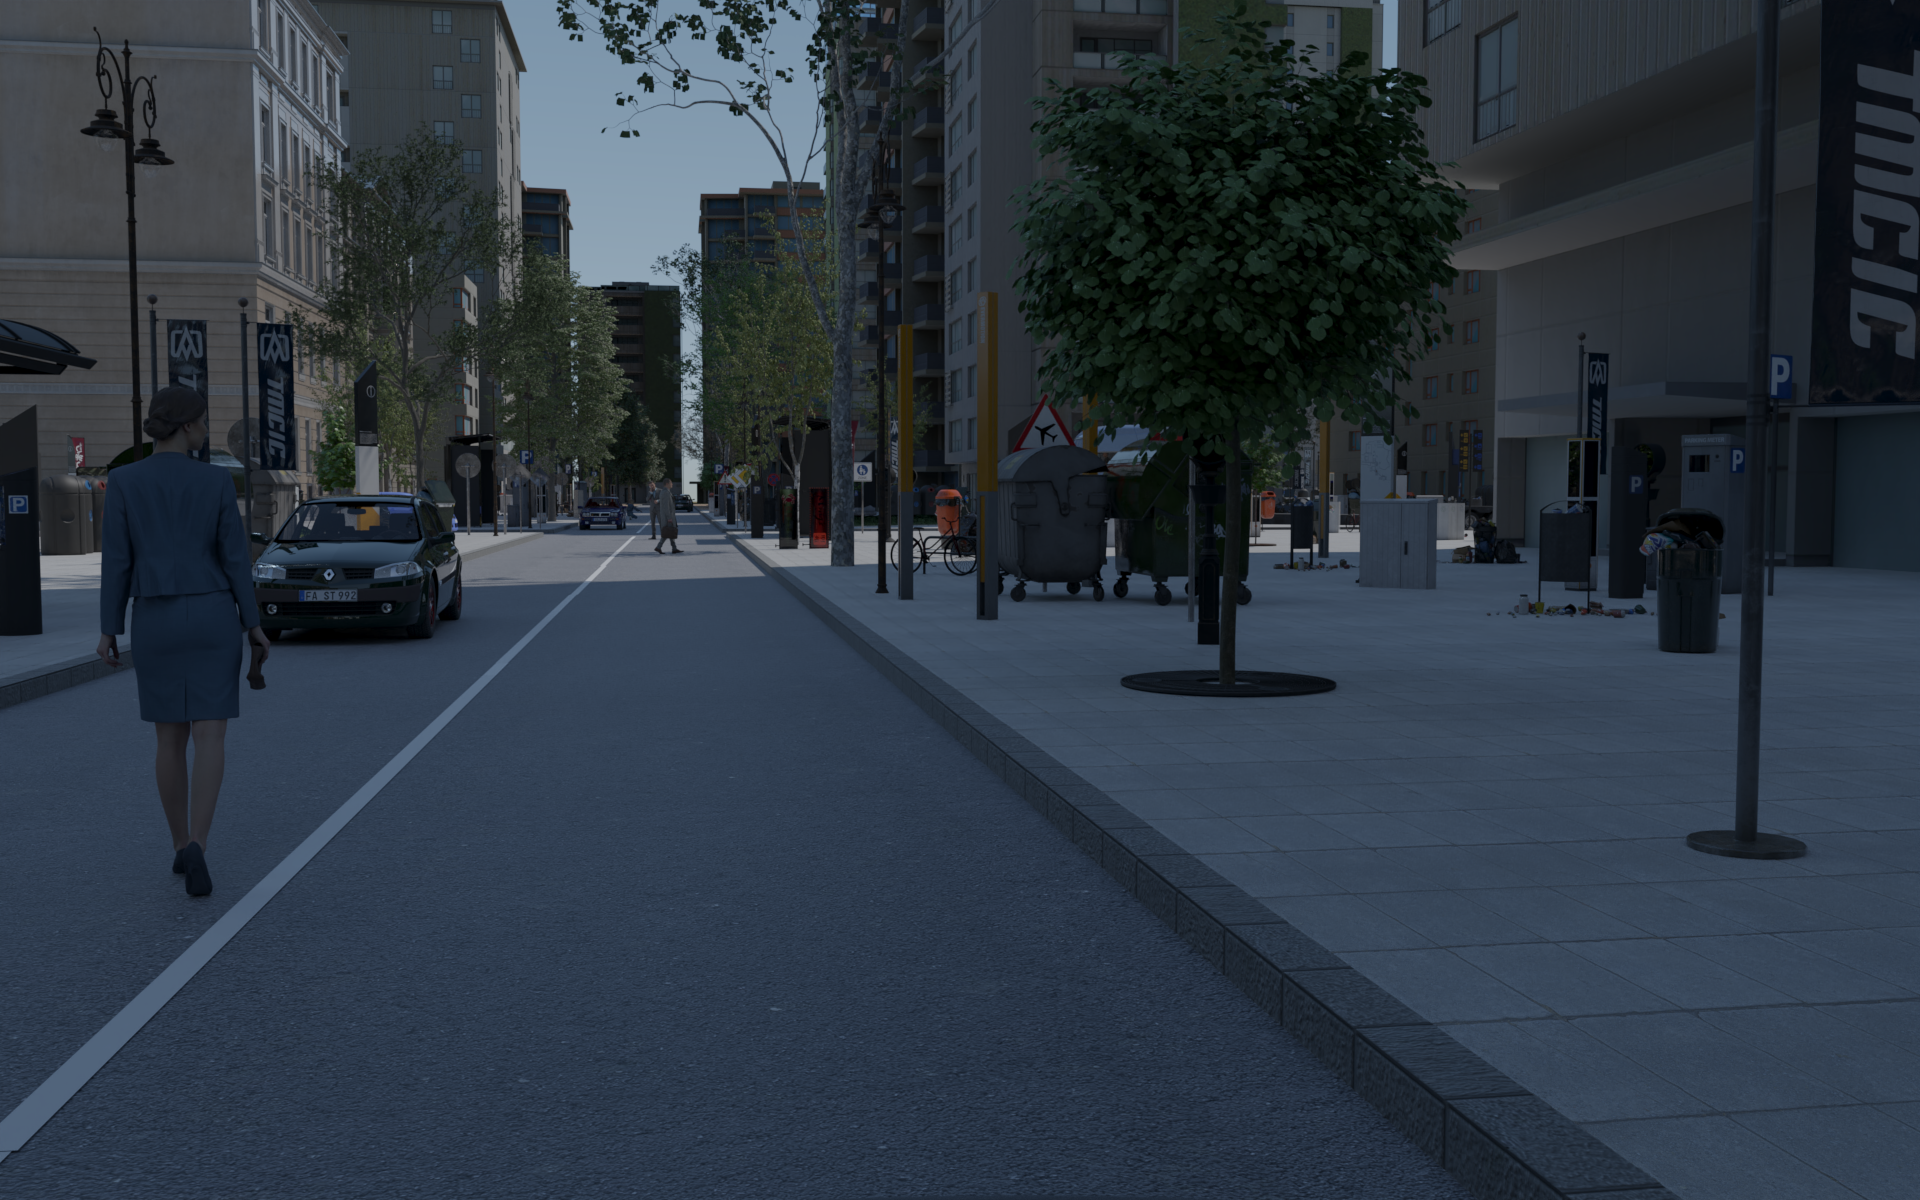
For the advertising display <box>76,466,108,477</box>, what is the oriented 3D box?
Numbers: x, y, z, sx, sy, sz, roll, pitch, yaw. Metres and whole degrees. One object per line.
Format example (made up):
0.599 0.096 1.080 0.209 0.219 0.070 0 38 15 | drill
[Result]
-20.189 -2.159 40.508 0.974 1.923 0.123 1 4 12 | advertising display

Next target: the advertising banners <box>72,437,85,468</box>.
-26.912 -3.540 54.064 0.090 3.025 2.074 1 4 15 | advertising banners

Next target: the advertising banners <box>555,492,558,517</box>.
-22.841 -6.151 96.750 0.090 3.025 2.074 0 4 6 | advertising banners

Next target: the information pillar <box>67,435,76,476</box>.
-34.901 -4.700 68.207 0.504 3.616 0.183 1 4 18 | information pillar

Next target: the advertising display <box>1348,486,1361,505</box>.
22.554 -5.715 98.660 0.974 1.923 0.123 3 5 42 | advertising display

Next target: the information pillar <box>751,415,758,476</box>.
-6.029 -3.646 50.959 0.183 3.616 0.504 0 4 8 | information pillar

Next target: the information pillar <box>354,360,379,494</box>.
-10.331 -2.376 30.206 0.183 3.616 0.504 2 4 24 | information pillar

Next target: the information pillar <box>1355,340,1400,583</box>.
5.952 -2.043 24.762 0.504 3.616 0.183 3 5 40 | information pillar

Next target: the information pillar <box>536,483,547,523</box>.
-18.301 -4.356 75.712 0.304 2.012 0.304 2 4 26 | information pillar

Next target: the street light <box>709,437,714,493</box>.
-19.857 -10.131 138.421 0.468 5.910 1.993 -1 4 -9 | street light

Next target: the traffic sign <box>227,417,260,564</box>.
-11.749 -1.752 28.749 0.768 2.556 0.104 -1 4 -8 | traffic sign

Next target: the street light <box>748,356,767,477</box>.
-6.617 -5.155 57.064 0.468 5.910 1.993 -1 4 -9 | street light

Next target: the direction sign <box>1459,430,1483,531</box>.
17.953 -4.216 60.935 0.876 3.537 0.379 -1 4 -12 | direction sign

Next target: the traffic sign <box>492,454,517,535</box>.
-14.391 -3.341 54.727 0.768 2.556 0.104 0 4 -6 | traffic sign

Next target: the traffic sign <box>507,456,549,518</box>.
-23.027 -6.023 92.346 2.265 3.308 0.079 0 4 -3 | traffic sign

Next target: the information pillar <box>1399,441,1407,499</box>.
19.525 -5.210 76.540 0.504 3.616 0.183 -1 4 -13 | information pillar

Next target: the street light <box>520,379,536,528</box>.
-16.048 -5.609 64.496 0.468 5.910 1.993 -1 4 -9 | street light

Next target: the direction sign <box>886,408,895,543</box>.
-1.876 -3.297 45.911 0.379 3.537 0.876 0 4 1 | direction sign

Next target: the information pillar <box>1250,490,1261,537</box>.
8.736 -2.868 51.385 0.304 2.012 0.304 -1 4 -11 | information pillar

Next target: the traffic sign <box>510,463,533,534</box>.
-14.269 -3.218 56.250 0.795 2.450 0.064 -1 4 -9 | traffic sign

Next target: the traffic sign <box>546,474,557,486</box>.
-21.202 -5.361 89.783 0.606 2.300 0.079 0 4 -5 | traffic sign

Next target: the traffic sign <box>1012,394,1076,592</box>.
1.110 -1.382 22.597 0.884 2.594 0.081 0 4 -6 | traffic sign

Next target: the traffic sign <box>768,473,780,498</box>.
-11.540 -6.556 107.301 0.768 2.556 0.104 0 4 -6 | traffic sign

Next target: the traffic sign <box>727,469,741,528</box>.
-8.397 -3.769 65.270 0.795 2.450 0.064 -1 4 -9 | traffic sign

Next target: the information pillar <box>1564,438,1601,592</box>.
8.232 -1.127 22.911 0.304 2.012 0.304 -1 4 -21 | information pillar

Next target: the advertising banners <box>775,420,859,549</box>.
-3.339 -2.717 40.610 2.074 3.025 0.090 -2 4 -24 | advertising banners

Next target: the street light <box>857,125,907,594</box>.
-1.008 -3.025 22.243 0.468 5.910 1.993 -1 4 -9 | street light

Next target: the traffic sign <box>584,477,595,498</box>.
-27.301 -7.802 127.669 0.768 2.556 0.104 0 4 -2 | traffic sign

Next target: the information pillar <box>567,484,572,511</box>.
-28.825 -7.539 127.760 0.304 2.012 0.304 0 4 -6 | information pillar

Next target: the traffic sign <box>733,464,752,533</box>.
-7.115 -3.287 57.388 0.795 2.450 0.064 -1 4 -9 | traffic sign

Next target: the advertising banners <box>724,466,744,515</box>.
-14.049 -6.829 107.840 0.090 3.025 2.074 2 4 30 | advertising banners

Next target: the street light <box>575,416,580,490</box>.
-21.855 -7.737 99.285 0.468 5.910 1.993 -1 4 -9 | street light

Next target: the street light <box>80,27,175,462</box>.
-8.471 -2.752 17.779 0.468 5.910 1.993 -1 4 -9 | street light

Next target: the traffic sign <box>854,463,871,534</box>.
-3.163 -3.303 56.135 0.606 2.300 0.079 -1 4 -9 | traffic sign

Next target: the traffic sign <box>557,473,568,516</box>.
-23.657 -6.288 102.920 0.768 2.556 0.104 0 4 -3 | traffic sign

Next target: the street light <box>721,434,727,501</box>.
-14.145 -8.002 103.617 0.468 5.910 1.993 -1 4 -9 | street light

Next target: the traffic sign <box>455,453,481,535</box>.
-15.320 -3.293 53.955 0.768 2.556 0.104 0 4 -4 | traffic sign

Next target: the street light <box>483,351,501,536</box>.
-14.143 -4.881 52.591 0.468 5.910 1.993 -1 4 -9 | street light

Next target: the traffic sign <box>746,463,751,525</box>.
-8.590 -4.349 71.217 0.768 2.556 0.104 0 4 -3 | traffic sign

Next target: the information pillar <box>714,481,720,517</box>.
-13.878 -5.767 98.780 0.304 2.012 0.304 0 4 -4 | information pillar

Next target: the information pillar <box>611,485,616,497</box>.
-27.558 -8.146 137.682 0.304 2.012 0.304 1 4 12 | information pillar

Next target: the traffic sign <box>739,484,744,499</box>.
-13.288 -6.356 106.054 0.606 2.300 0.079 0 4 -2 | traffic sign

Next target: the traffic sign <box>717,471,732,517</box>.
-12.899 -5.821 95.182 0.884 2.594 0.081 0 4 -6 | traffic sign

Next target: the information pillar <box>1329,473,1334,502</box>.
12.681 -3.378 59.721 0.304 2.012 0.304 3 5 42 | information pillar

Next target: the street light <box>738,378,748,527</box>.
-8.451 -5.823 67.994 0.468 5.910 1.993 -1 4 -9 | street light

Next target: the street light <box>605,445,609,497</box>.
-27.403 -9.867 134.117 0.468 5.910 1.993 -1 4 -9 | street light

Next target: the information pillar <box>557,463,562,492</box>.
-30.544 -8.616 132.223 0.504 3.616 0.183 2 4 33 | information pillar

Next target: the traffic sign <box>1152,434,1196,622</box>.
2.319 -1.058 17.305 0.884 2.594 0.081 0 4 -3 | traffic sign
